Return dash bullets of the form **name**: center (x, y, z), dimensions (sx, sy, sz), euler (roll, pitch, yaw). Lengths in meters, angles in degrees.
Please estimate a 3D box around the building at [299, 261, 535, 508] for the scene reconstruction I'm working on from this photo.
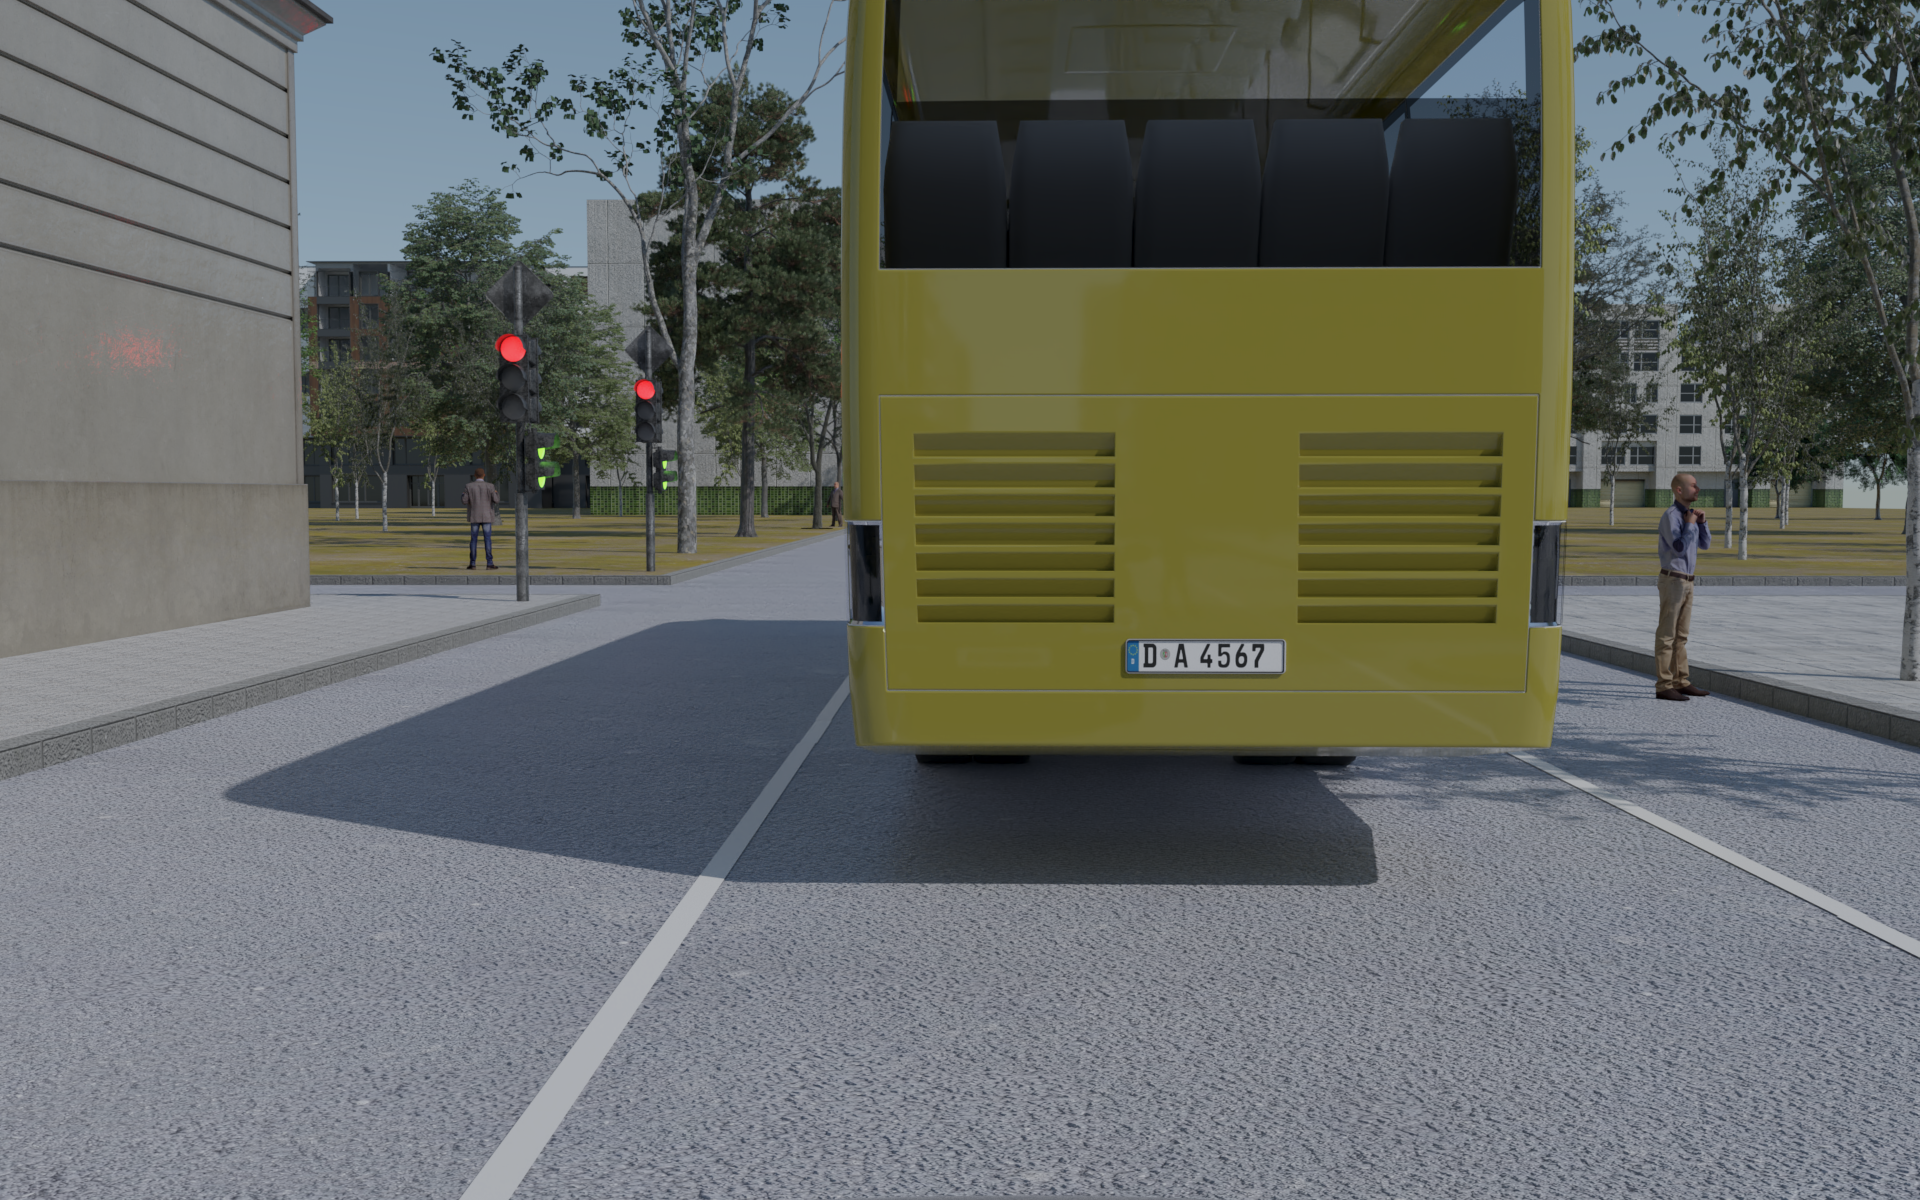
- **building**: center (-53.369, -19.690, 165.913), dimensions (32.646, 21.610, 27.936), euler (0, 4, 1)

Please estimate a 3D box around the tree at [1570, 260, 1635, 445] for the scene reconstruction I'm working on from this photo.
- **tree**: center (26.553, -10.497, 79.044), dimensions (7.806, 13.903, 7.818), euler (0, 3, 0)

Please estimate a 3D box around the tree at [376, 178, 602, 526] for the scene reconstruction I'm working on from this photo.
- **tree**: center (-19.000, -10.002, 70.182), dimensions (9.857, 13.997, 8.962), euler (0, 3, 0)

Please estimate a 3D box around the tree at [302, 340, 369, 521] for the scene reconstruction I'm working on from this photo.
- **tree**: center (-29.844, -8.061, 82.154), dimensions (4.737, 8.622, 4.395), euler (0, 3, 0)

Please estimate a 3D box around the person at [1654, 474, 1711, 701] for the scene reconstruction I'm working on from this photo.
- **person**: center (5.072, -0.097, 12.143), dimensions (0.516, 1.574, 0.319), euler (-3, 5, -41)

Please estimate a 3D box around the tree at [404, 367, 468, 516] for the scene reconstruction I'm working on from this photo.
- **tree**: center (-30.697, -9.234, 101.330), dimensions (4.737, 8.622, 4.395), euler (0, 3, 0)

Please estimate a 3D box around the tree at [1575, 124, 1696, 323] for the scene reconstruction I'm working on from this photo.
- **tree**: center (16.598, -8.637, 51.586), dimensions (12.009, 13.543, 11.850), euler (0, 3, 0)

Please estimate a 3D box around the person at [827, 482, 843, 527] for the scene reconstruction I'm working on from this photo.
- **person**: center (-4.854, -3.746, 67.850), dimensions (0.990, 1.755, 0.434), euler (3, 5, 39)

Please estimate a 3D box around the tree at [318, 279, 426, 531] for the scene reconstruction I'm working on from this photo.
- **tree**: center (-19.944, -6.694, 59.813), dimensions (4.360, 8.622, 3.978), euler (0, 3, 0)

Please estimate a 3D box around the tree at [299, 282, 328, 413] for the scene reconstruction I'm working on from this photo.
- **tree**: center (-29.791, -8.899, 71.259), dimensions (9.928, 11.665, 9.643), euler (0, 3, 0)

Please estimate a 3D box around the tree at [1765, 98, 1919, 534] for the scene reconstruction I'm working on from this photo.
- **tree**: center (30.310, -9.049, 54.613), dimensions (9.857, 13.997, 8.962), euler (0, 3, 0)

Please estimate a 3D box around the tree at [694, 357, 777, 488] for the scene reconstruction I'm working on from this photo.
- **tree**: center (-9.068, -7.382, 71.061), dimensions (4.737, 8.622, 4.395), euler (0, 3, 0)

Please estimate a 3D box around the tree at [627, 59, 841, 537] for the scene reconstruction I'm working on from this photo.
- **tree**: center (-6.108, -8.815, 51.556), dimensions (7.806, 13.903, 7.818), euler (0, 3, 0)

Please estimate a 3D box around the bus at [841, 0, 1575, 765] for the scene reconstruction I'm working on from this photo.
- **bus**: center (0.992, -1.251, 11.999), dimensions (2.896, 3.916, 12.252), euler (0, 4, 1)

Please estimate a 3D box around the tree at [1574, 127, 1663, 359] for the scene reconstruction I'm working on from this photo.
- **tree**: center (9.524, -4.928, 30.937), dimensions (4.737, 8.622, 4.395), euler (0, 3, 0)

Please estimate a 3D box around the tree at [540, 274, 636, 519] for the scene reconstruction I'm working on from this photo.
- **tree**: center (-20.447, -10.524, 90.199), dimensions (7.486, 12.596, 7.792), euler (0, 3, 0)

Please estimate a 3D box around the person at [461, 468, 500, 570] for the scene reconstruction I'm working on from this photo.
- **person**: center (-8.133, -1.378, 29.401), dimensions (0.655, 1.722, 0.431), euler (0, 4, -6)

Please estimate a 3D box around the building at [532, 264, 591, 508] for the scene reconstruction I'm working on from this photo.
- **building**: center (-20.721, -19.684, 165.814), dimensions (32.646, 21.610, 27.936), euler (0, 4, 1)

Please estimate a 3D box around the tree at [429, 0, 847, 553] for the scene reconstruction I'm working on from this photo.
- **tree**: center (-5.337, -11.162, 38.381), dimensions (12.611, 20.169, 13.585), euler (0, 3, 0)

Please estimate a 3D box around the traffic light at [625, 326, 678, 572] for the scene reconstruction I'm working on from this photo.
- **traffic light**: center (-5.107, -2.406, 28.586), dimensions (0.839, 4.213, 0.868), euler (0, 4, 1)

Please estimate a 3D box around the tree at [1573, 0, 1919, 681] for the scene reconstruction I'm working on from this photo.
- **tree**: center (6.331, -3.750, 11.669), dimensions (4.360, 8.622, 3.978), euler (0, 3, 0)

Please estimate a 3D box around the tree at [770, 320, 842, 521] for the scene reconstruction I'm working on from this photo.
- **tree**: center (-5.491, -9.018, 81.849), dimensions (7.601, 10.594, 8.767), euler (-3, 5, -43)

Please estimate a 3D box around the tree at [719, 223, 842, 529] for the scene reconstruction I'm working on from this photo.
- **tree**: center (-5.230, -8.397, 63.047), dimensions (9.928, 11.665, 9.643), euler (0, 3, 0)

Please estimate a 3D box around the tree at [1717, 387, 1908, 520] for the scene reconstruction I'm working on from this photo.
- **tree**: center (48.610, -7.514, 85.764), dimensions (20.602, 7.101, 11.467), euler (2, 4, 25)

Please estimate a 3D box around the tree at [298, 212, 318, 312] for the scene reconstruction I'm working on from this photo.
- **tree**: center (-20.786, -8.045, 41.909), dimensions (12.009, 13.543, 11.850), euler (0, 3, 0)

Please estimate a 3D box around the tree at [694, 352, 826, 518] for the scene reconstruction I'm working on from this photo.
- **tree**: center (-11.073, -10.762, 94.089), dimensions (7.486, 12.596, 7.792), euler (0, 3, 0)

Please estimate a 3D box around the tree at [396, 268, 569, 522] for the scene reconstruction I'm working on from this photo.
- **tree**: center (-21.956, -9.459, 80.408), dimensions (9.928, 11.665, 9.643), euler (0, 3, 0)

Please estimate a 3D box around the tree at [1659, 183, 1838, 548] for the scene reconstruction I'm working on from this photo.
- **tree**: center (18.165, -5.520, 40.615), dimensions (4.737, 8.622, 4.395), euler (0, 3, 0)

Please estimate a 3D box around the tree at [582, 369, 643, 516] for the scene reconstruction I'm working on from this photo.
- **tree**: center (-19.476, -9.073, 98.707), dimensions (4.737, 8.622, 4.395), euler (0, 3, 0)

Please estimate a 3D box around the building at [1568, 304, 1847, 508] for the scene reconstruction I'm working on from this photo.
- **building**: center (66.715, -18.537, 169.542), dimensions (31.486, 18.905, 16.747), euler (0, 4, 1)

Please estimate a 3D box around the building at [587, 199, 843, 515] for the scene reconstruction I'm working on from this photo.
- **building**: center (-13.785, -15.502, 119.907), dimensions (16.747, 18.905, 31.486), euler (0, 4, 1)

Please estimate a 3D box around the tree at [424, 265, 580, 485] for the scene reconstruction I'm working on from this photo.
- **tree**: center (-14.271, -6.393, 54.885), dimensions (4.360, 8.622, 3.978), euler (0, 3, 0)

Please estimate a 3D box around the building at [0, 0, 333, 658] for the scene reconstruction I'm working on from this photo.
- **building**: center (-21.731, -10.929, 11.980), dimensions (30.059, 22.955, 16.112), euler (0, 4, 1)

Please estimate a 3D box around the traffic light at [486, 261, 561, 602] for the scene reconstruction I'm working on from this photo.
- **traffic light**: center (-5.213, -1.918, 20.601), dimensions (0.839, 4.213, 0.868), euler (0, 4, 1)
